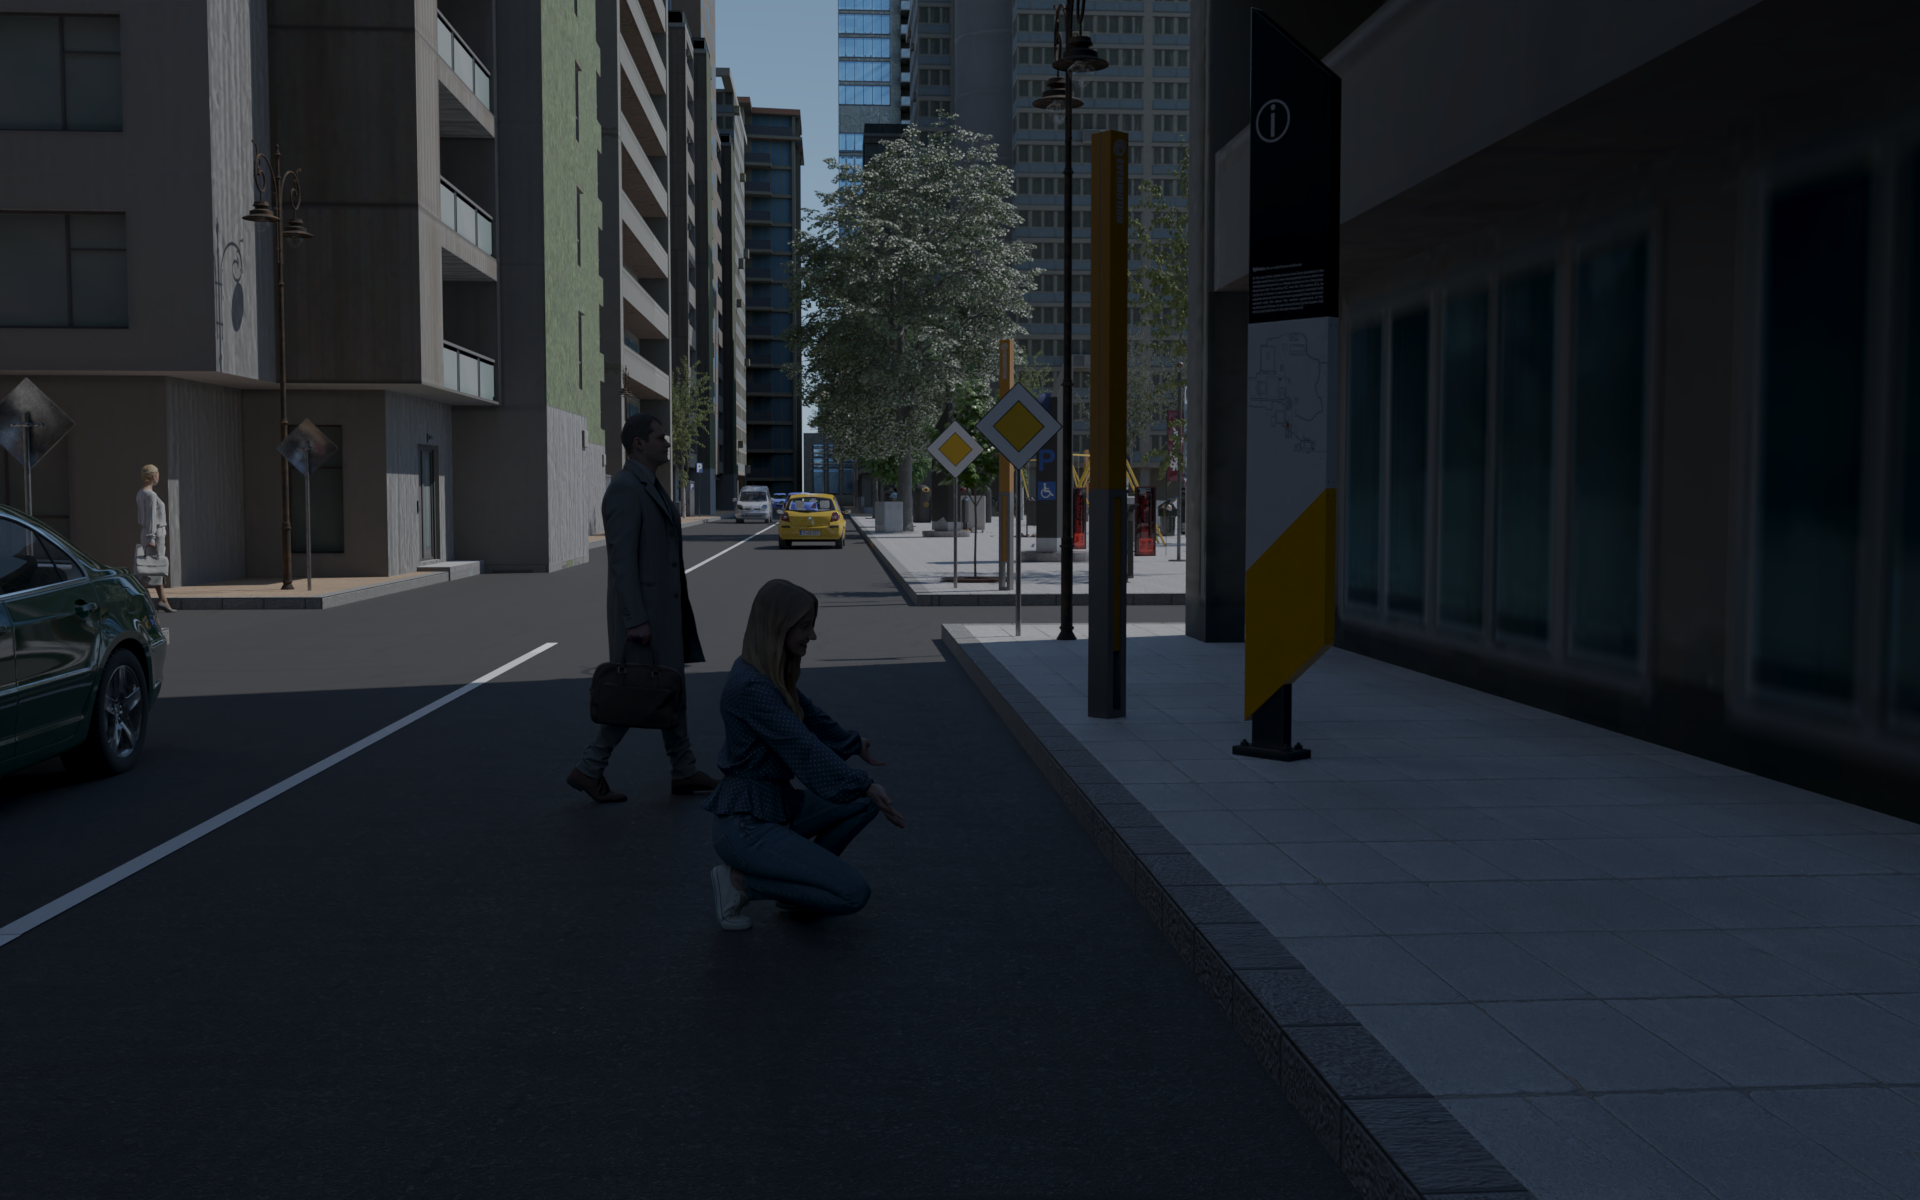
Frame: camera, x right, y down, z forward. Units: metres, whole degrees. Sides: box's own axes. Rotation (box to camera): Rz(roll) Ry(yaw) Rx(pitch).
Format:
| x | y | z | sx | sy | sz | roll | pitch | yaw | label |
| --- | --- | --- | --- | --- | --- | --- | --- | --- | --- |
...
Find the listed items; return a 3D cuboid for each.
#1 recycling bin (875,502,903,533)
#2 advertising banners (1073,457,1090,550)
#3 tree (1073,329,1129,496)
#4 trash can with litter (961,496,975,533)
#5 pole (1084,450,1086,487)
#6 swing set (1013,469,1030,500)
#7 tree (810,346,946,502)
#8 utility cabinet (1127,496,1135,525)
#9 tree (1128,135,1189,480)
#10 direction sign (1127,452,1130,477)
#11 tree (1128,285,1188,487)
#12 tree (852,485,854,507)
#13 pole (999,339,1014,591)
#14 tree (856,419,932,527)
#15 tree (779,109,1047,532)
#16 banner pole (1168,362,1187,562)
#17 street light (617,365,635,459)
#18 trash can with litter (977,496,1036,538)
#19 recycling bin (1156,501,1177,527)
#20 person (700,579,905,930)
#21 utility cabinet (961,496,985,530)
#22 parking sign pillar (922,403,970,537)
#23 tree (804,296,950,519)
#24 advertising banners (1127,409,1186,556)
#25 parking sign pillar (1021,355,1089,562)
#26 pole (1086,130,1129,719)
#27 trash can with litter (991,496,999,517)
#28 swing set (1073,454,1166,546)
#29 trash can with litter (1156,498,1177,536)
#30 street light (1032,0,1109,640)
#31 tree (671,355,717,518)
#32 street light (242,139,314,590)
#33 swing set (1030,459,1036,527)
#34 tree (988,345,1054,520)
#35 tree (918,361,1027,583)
| x | y | z | sx | sy | sz | roll | pitch | yaw | label |
| --- | --- | --- | --- | --- | --- | --- | --- | --- | --- |
| -2.376 | -2.770 | 57.840 | 0.722 | 1.027 | 0.722 | -2 | 4 | -30 | recycling bin |
| 2.723 | -2.683 | 40.055 | 2.074 | 3.025 | 0.090 | -3 | 5 | -40 | advertising banners |
| 6.923 | -7.487 | 72.771 | 4.360 | 8.622 | 3.978 | 0 | 3 | 0 | tree |
| 0.331 | -2.852 | 57.690 | 1.678 | 1.210 | 2.233 | 1 | 4 | 8 | trash can with litter |
| 5.815 | -5.260 | 79.844 | 0.158 | 3.312 | 0.155 | 0 | 3 | 0 | pole |
| 3.633 | -4.916 | 77.999 | 3.119 | 2.851 | 2.862 | 3 | 4 | 37 | swing set |
| -4.485 | -10.106 | 99.649 | 8.767 | 10.594 | 7.601 | -2 | 4 | -24 | tree |
| 4.352 | -2.149 | 46.296 | 1.020 | 1.237 | 0.306 | -2 | 4 | -24 | utility cabinet |
| 4.521 | -4.764 | 28.247 | 4.737 | 8.622 | 4.395 | 0 | 3 | 0 | tree |
| 9.022 | -6.232 | 93.892 | 0.379 | 3.537 | 0.876 | -1 | 4 | -19 | direction sign |
| 8.275 | -6.608 | 58.396 | 4.360 | 8.622 | 3.978 | 0 | 3 | 0 | tree |
| -10.378 | -11.095 | 176.003 | 1.663 | 3.219 | 1.824 | 0 | 3 | 0 | tree |
| 0.615 | -1.783 | 22.996 | 0.158 | 3.312 | 0.155 | 0 | 3 | 0 | pole |
| -2.335 | -5.140 | 67.757 | 4.285 | 4.588 | 4.351 | 0 | 3 | 0 | tree |
| -1.961 | -9.304 | 58.782 | 9.857 | 13.997 | 8.962 | 0 | 3 | 0 | tree |
| 4.303 | -2.636 | 33.118 | 0.401 | 3.779 | 0.863 | 2 | 4 | 34 | banner pole |
| -11.974 | -5.471 | 62.245 | 0.468 | 5.910 | 1.993 | 0 | 4 | -4 | street light |
| 1.947 | -2.487 | 51.723 | 2.233 | 1.210 | 1.678 | 3 | 4 | 38 | trash can with litter |
| 7.868 | -3.303 | 66.558 | 0.722 | 1.027 | 0.722 | 2 | 4 | 30 | recycling bin |
| -0.478 | 0.497 | 5.880 | 0.738 | 1.151 | 1.012 | 0 | 4 | 7 | person |
| 0.392 | -3.118 | 62.144 | 1.020 | 1.237 | 0.306 | 0 | 4 | 7 | utility cabinet |
| -0.414 | -3.870 | 51.749 | 1.447 | 3.967 | 1.447 | -1 | 4 | -23 | parking sign pillar |
| -4.290 | -10.034 | 89.809 | 9.928 | 11.665 | 9.643 | 0 | 3 | 0 | tree |
| 3.795 | -2.416 | 35.684 | 2.074 | 3.025 | 0.090 | -1 | 4 | -20 | advertising banners |
| 1.810 | -2.727 | 33.064 | 1.447 | 3.967 | 1.447 | 1 | 4 | 17 | parking sign pillar |
| 0.846 | -0.980 | 9.872 | 0.158 | 3.312 | 0.155 | 0 | 3 | 0 | pole |
| 1.916 | -5.281 | 97.738 | 0.624 | 1.170 | 1.055 | 3 | 4 | 38 | trash can with litter |
| 3.714 | -2.821 | 43.751 | 2.862 | 2.851 | 3.119 | 0 | 4 | 3 | swing set |
| 6.052 | -2.511 | 52.435 | 1.055 | 1.170 | 0.624 | 3 | 4 | 36 | trash can with litter |
| 0.940 | -2.587 | 15.090 | 0.468 | 5.910 | 1.993 | 0 | 4 | -4 | street light |
| -14.751 | -8.597 | 90.926 | 4.737 | 8.622 | 4.395 | 0 | 3 | 0 | tree |
| -9.032 | -3.076 | 23.085 | 0.468 | 5.910 | 1.993 | 0 | 4 | -4 | street light |
| 4.898 | -4.342 | 68.608 | 2.862 | 2.851 | 3.119 | 2 | 4 | 31 | swing set |
| 2.838 | -8.219 | 84.737 | 4.737 | 8.622 | 4.395 | 0 | 3 | 0 | tree |
| 0.117 | -1.886 | 25.437 | 1.663 | 3.219 | 1.824 | 0 | 3 | 0 | tree |
